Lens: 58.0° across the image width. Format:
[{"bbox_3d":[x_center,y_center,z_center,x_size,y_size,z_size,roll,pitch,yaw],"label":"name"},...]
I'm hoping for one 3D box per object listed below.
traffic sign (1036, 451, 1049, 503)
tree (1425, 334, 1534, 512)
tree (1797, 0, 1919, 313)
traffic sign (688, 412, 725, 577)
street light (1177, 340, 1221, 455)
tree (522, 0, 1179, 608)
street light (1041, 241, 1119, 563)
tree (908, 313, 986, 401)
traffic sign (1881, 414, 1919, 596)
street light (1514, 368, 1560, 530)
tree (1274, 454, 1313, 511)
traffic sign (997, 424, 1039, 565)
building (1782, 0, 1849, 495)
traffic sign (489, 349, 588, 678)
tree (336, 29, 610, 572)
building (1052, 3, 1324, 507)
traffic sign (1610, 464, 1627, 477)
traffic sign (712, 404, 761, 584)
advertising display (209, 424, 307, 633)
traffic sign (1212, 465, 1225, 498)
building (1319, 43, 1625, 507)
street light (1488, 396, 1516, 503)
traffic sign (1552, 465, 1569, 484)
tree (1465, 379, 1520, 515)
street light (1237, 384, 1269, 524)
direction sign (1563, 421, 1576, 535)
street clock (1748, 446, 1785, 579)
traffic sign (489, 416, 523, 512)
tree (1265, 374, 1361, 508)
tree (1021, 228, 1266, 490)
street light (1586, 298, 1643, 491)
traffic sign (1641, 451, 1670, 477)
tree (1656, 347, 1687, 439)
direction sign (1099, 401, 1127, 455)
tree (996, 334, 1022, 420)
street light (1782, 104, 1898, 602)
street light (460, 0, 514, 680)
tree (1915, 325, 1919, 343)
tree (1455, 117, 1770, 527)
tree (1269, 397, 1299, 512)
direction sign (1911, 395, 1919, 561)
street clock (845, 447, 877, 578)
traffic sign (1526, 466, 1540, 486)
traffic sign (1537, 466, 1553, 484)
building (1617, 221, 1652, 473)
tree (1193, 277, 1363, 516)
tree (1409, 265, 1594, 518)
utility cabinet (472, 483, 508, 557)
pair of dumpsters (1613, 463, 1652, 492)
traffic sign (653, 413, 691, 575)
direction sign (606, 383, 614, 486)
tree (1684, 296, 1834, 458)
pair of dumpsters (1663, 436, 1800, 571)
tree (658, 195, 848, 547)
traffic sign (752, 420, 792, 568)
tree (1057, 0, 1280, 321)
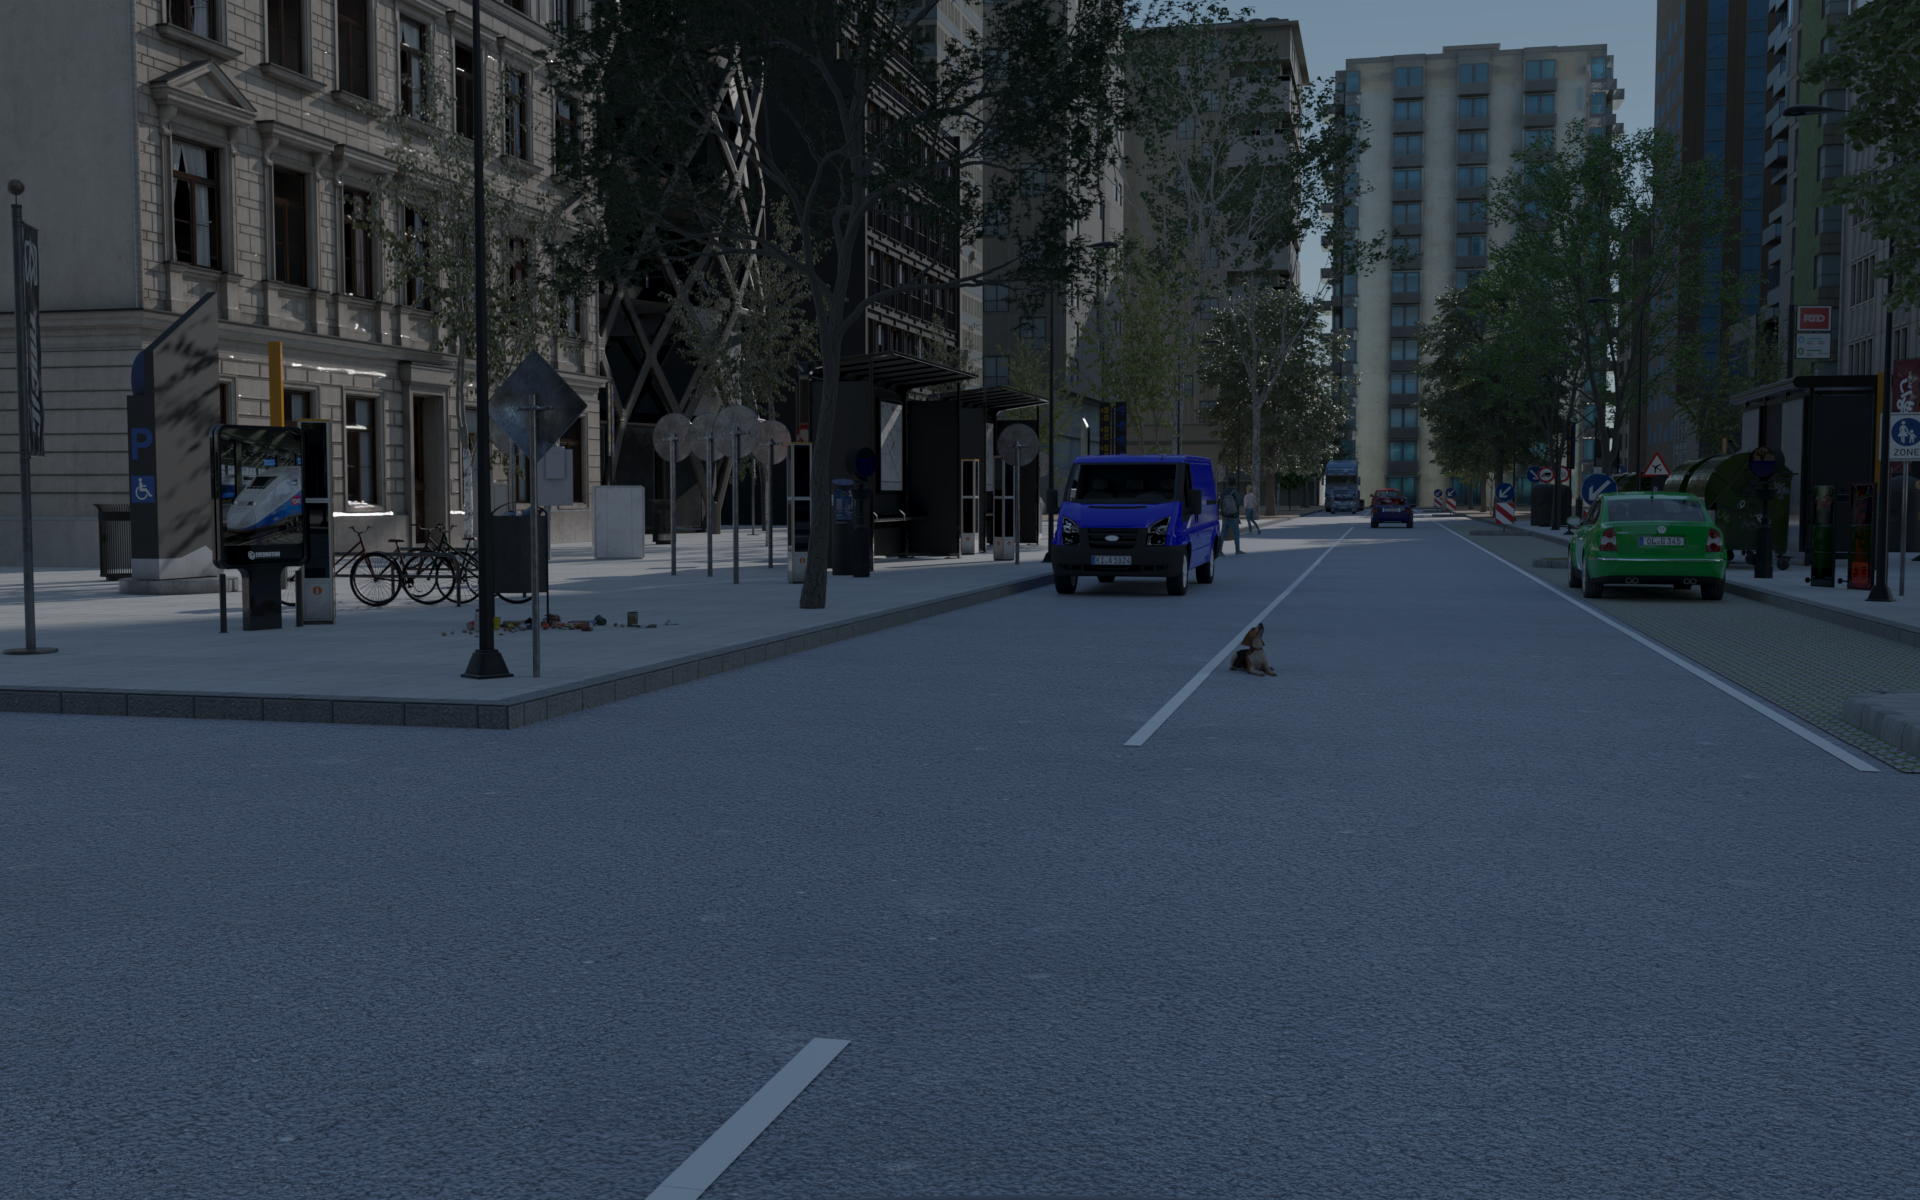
[{"bbox_3d":[2.335,-3.156,51.703,0.768,2.556,0.104,1,4,14],"label":"traffic sign"},{"bbox_3d":[37.407,-12.467,121.964,7.486,12.596,7.792,0,3,0],"label":"tree"},{"bbox_3d":[11.130,-5.952,15.448,7.486,12.596,7.792,0,3,0],"label":"tree"},{"bbox_3d":[-3.873,-1.630,26.763,0.768,2.556,0.104,1,4,18],"label":"traffic sign"},{"bbox_3d":[7.147,-4.883,52.386,1.470,5.913,1.316,1,4,14],"label":"street light"},{"bbox_3d":[-1.349,-5.173,18.996,7.601,10.594,8.767,1,4,23],"label":"tree"},{"bbox_3d":[2.225,-3.643,32.106,1.470,5.913,1.316,1,4,14],"label":"street light"},{"bbox_3d":[-0.412,-7.317,69.988,4.360,8.622,3.978,0,3,0],"label":"tree"},{"bbox_3d":[11.884,-1.203,21.792,0.606,2.300,0.079,1,4,22],"label":"traffic sign"},{"bbox_3d":[20.635,-5.442,61.511,1.470,5.913,1.316,1,4,14],"label":"street light"},{"bbox_3d":[25.254,-9.119,132.816,4.285,4.588,4.351,0,3,0],"label":"tree"},{"bbox_3d":[1.040,-1.914,31.406,0.768,2.556,0.104,1,4,15],"label":"traffic sign"},{"bbox_3d":[48.822,-24.600,85.810,14.154,41.232,14.086,1,4,14],"label":"building"},{"bbox_3d":[-2.961,-0.515,12.062,0.795,2.450,0.064,1,4,14],"label":"traffic sign"},{"bbox_3d":[-7.898,-4.778,28.489,4.360,8.622,3.978,0,3,0],"label":"tree"},{"bbox_3d":[26.942,-37.103,195.869,27.495,52.752,28.713,1,4,14],"label":"building"},{"bbox_3d":[28.157,-4.531,74.193,0.768,2.556,0.104,1,4,20],"label":"traffic sign"},{"bbox_3d":[-3.195,-1.501,24.641,0.768,2.556,0.104,1,4,20],"label":"traffic sign"},{"bbox_3d":[-6.599,-0.680,16.333,0.123,1.923,0.974,2,4,29],"label":"advertising display"},{"bbox_3d":[11.107,-4.586,75.083,0.768,2.556,0.104,1,4,16],"label":"traffic sign"},{"bbox_3d":[54.713,-34.732,187.477,30.456,49.044,23.786,1,4,14],"label":"building"},{"bbox_3d":[25.615,-6.682,81.791,1.470,5.913,1.316,1,4,14],"label":"street light"},{"bbox_3d":[26.630,-4.688,76.760,0.768,2.556,0.104,2,4,23],"label":"traffic sign"},{"bbox_3d":[31.943,-9.387,103.838,4.737,8.622,4.395,0,3,0],"label":"tree"},{"bbox_3d":[12.337,-6.164,73.318,1.470,5.913,1.316,1,4,14],"label":"street light"},{"bbox_3d":[19.150,-3.813,54.335,0.379,3.537,0.876,2,4,34],"label":"direction sign"},{"bbox_3d":[12.255,-1.333,26.357,0.358,2.002,0.471,-2,4,-28],"label":"street clock"},{"bbox_3d":[-5.821,-1.373,22.547,0.768,2.556,0.104,1,4,19],"label":"traffic sign"},{"bbox_3d":[31.967,-14.855,159.893,9.611,12.733,9.660,0,3,0],"label":"tree"},{"bbox_3d":[4.966,-5.920,47.154,4.737,8.622,4.395,0,3,0],"label":"tree"},{"bbox_3d":[15.497,-4.186,40.978,1.470,5.913,1.316,1,4,14],"label":"street light"},{"bbox_3d":[21.244,-3.232,52.854,0.884,2.594,0.081,1,4,22],"label":"traffic sign"},{"bbox_3d":[32.235,-7.588,74.425,4.737,8.622,4.395,0,3,0],"label":"tree"},{"bbox_3d":[3.765,-3.101,42.695,0.379,3.537,0.876,-3,5,-42],"label":"direction sign"},{"bbox_3d":[3.371,-7.855,78.791,4.737,8.622,4.395,0,3,0],"label":"tree"},{"bbox_3d":[10.509,-2.946,20.714,1.470,5.913,1.316,1,4,14],"label":"street light"},{"bbox_3d":[-2.794,-2.403,11.837,1.470,5.913,1.316,1,4,14],"label":"street light"},{"bbox_3d":[29.141,-6.046,49.212,4.737,8.622,4.395,0,3,0],"label":"tree"},{"bbox_3d":[17.672,-7.412,46.943,9.928,11.665,9.643,0,3,0],"label":"tree"},{"bbox_3d":[22.060,-10.424,120.797,4.737,8.622,4.395,0,3,0],"label":"tree"},{"bbox_3d":[18.433,-2.511,33.054,0.379,3.537,0.876,-3,5,-39],"label":"direction sign"},{"bbox_3d":[-1.520,-1.350,26.642,0.358,2.002,0.471,3,5,41],"label":"street clock"},{"bbox_3d":[26.467,-4.873,79.775,0.768,2.556,0.104,1,4,15],"label":"traffic sign"},{"bbox_3d":[26.876,-4.854,79.472,0.768,2.556,0.104,1,4,20],"label":"traffic sign"},{"bbox_3d":[75.294,-24.794,177.076,14.107,30.474,14.160,1,4,14],"label":"building"},{"bbox_3d":[18.326,-11.905,101.309,9.857,13.997,8.962,0,3,0],"label":"tree"},{"bbox_3d":[29.278,-11.465,94.106,9.857,13.997,8.962,0,3,0],"label":"tree"},{"bbox_3d":[-9.439,-1.593,34.723,0.318,1.500,1.173,-3,5,-39],"label":"utility cabinet"},{"bbox_3d":[21.725,-3.244,55.526,1.574,2.255,4.437,1,4,14],"label":"pair of dumpsters"},{"bbox_3d":[-4.525,-1.663,27.300,0.768,2.556,0.104,1,4,22],"label":"traffic sign"},{"bbox_3d":[-7.200,-2.676,35.746,0.379,3.537,0.876,0,4,-4],"label":"direction sign"},{"bbox_3d":[30.594,-7.040,65.474,4.737,8.622,4.395,0,3,0],"label":"tree"},{"bbox_3d":[13.789,-1.750,31.104,1.574,2.255,4.437,1,4,14],"label":"pair of dumpsters"},{"bbox_3d":[-4.916,-5.609,42.072,4.360,8.622,3.978,0,3,0],"label":"tree"},{"bbox_3d":[-3.273,-1.819,29.850,0.768,2.556,0.104,1,4,16],"label":"traffic sign"},{"bbox_3d":[9.187,-12.667,62.994,12.611,20.169,13.585,0,3,0],"label":"tree"}]
